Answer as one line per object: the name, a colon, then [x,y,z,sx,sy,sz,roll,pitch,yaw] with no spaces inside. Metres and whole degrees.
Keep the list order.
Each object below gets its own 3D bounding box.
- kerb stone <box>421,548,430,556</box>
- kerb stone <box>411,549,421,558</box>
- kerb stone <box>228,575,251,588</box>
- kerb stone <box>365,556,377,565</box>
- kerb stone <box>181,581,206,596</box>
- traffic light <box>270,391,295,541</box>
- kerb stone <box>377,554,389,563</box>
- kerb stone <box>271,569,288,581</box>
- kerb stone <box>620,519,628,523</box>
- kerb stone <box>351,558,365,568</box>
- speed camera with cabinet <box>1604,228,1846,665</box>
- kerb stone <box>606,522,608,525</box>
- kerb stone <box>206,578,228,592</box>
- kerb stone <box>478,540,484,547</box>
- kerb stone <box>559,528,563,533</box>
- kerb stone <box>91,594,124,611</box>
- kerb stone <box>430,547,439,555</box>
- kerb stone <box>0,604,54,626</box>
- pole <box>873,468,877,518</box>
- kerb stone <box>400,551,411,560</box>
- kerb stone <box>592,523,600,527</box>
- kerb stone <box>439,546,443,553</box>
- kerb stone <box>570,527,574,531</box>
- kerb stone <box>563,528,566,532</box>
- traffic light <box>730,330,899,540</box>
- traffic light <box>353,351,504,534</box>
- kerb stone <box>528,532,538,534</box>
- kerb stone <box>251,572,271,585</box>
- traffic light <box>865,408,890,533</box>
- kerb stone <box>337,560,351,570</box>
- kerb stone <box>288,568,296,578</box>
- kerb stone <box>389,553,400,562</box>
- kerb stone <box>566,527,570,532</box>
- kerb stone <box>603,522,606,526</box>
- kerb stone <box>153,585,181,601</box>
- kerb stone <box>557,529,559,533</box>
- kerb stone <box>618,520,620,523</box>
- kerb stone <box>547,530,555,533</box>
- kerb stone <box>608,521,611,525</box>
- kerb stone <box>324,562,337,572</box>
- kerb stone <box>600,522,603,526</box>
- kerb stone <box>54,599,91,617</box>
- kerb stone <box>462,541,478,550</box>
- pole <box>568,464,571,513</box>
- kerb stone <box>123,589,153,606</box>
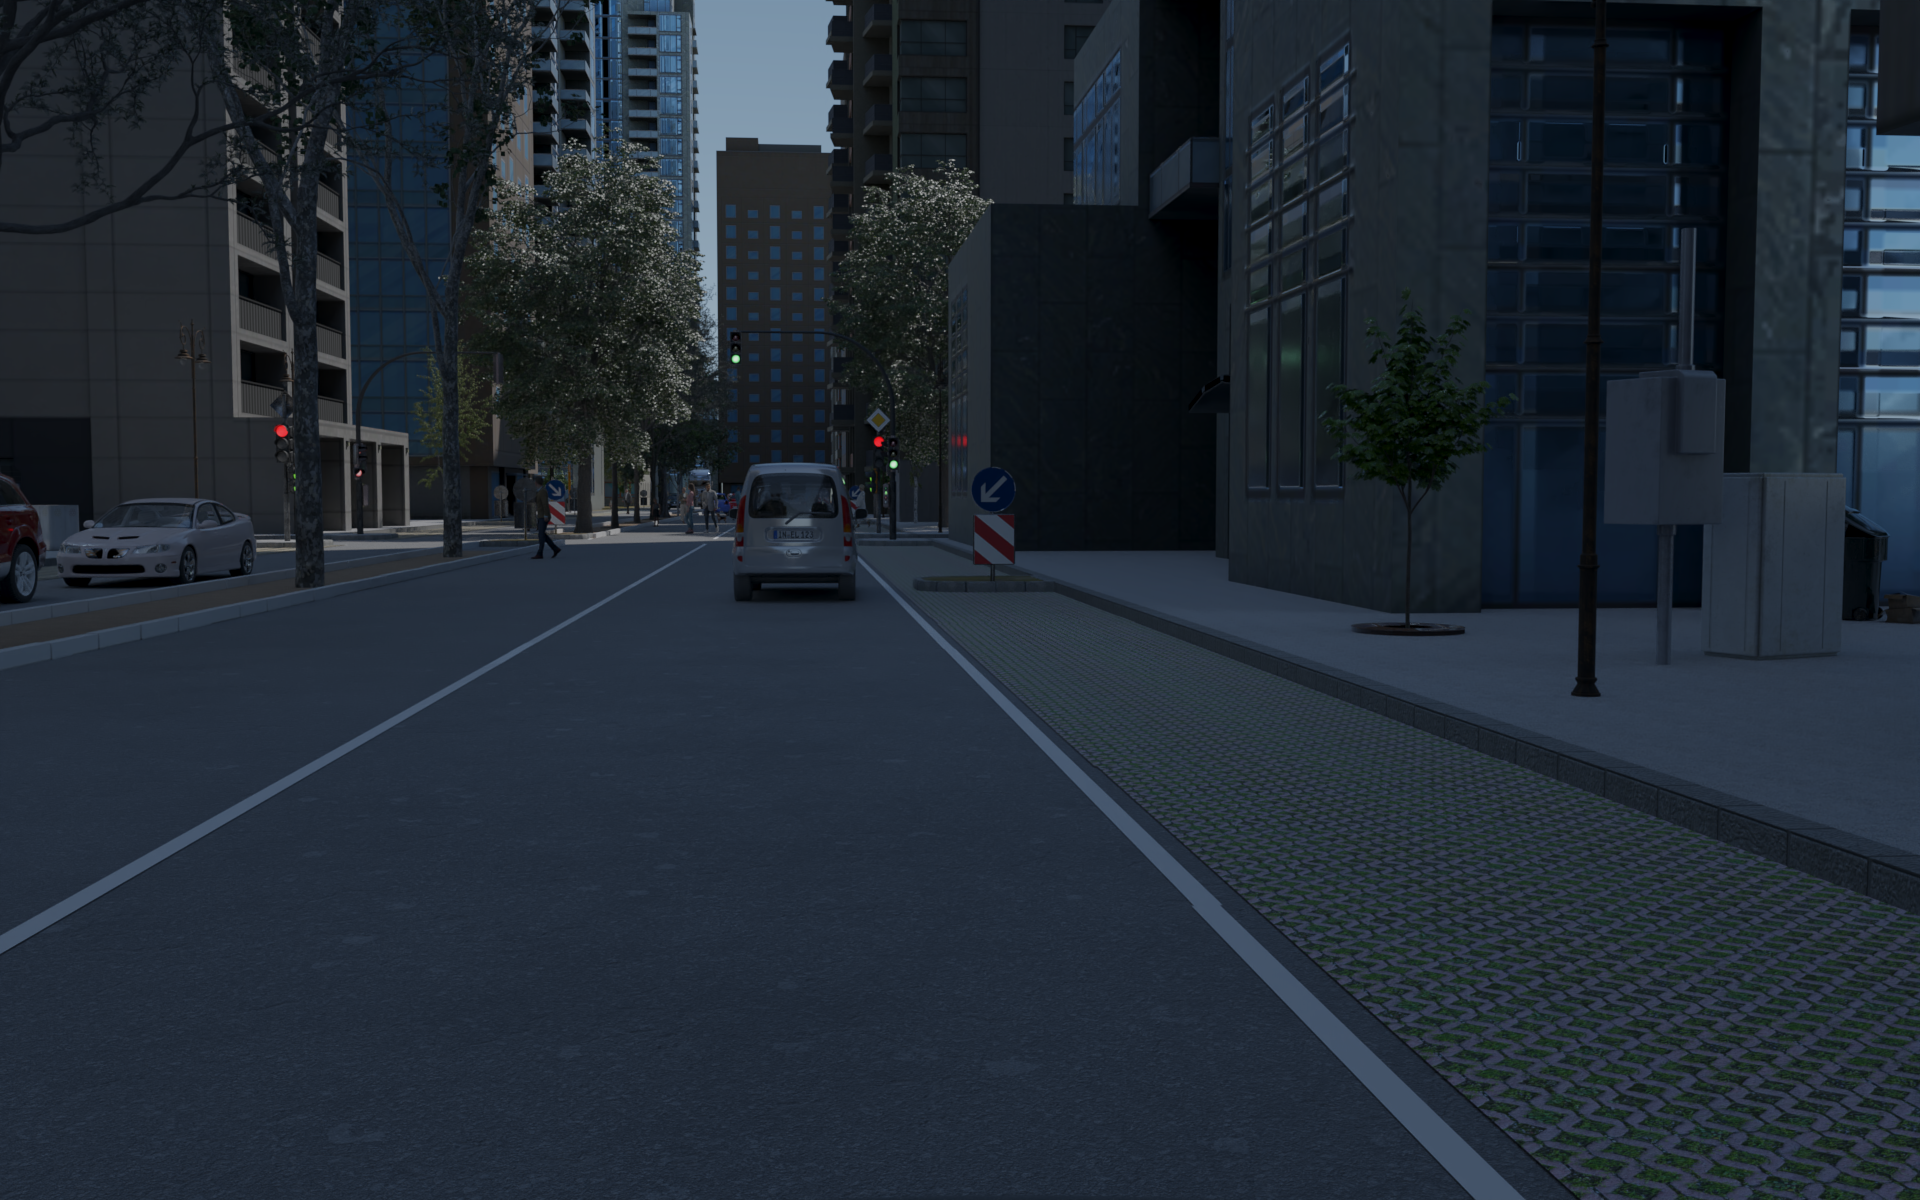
kerb stone: [-12.422,-1.079,39.838,0.120,0.150,1.000,0,4,-5]
kerb stone: [-12.316,-1.015,38.817,0.120,0.150,1.000,0,4,-5]
kerb stone: [-11.137,-0.265,26.554,0.120,0.150,1.000,0,4,-5]
kerb stone: [-11.923,-0.766,34.712,0.120,0.150,1.000,0,4,-5]
kerb stone: [-10.938,-0.141,24.505,0.120,0.150,1.000,0,4,-5]
traffic light: [-18.300,-3.555,47.051,0.839,4.253,0.868,0,4,-5]
kerb stone: [-12.022,-0.828,35.736,0.120,0.150,1.000,0,4,-5]
kerb stone: [-11.339,-0.391,28.591,0.120,0.150,1.000,0,4,-5]
kerb stone: [-16.979,-3.980,87.265,0.120,0.150,1.000,0,4,-5]
kerb stone: [-11.819,-0.703,33.696,0.120,0.150,1.000,0,4,-5]
speed camera with cabinet: [5.967,-1.170,13.459,2.038,3.252,0.660,-2,4,-26]
kerb stone: [-16.093,-3.417,78.099,0.120,0.150,1.000,0,4,-5]
kerb stone: [-11.043,-0.203,25.522,0.120,0.150,1.000,0,4,-5]
kerb stone: [-13.102,-1.512,46.980,0.120,0.150,1.000,0,4,-5]
kerb stone: [-14.617,-2.482,62.789,0.120,0.150,1.000,0,4,-5]
kerb stone: [-10.645,0.050,21.449,0.120,0.150,1.000,0,4,-5]
kerb stone: [-12.511,-1.141,40.856,0.120,0.150,1.000,0,4,-5]
kerb stone: [-10.454,0.171,19.398,0.120,0.150,1.000,0,4,-5]
pole: [-4.498,-6.002,91.977,0.158,3.312,0.155,0,3,0]
kerb stone: [-12.218,-0.954,37.790,0.120,0.150,1.000,0,4,-5]
kerb stone: [-15.810,-3.232,75.042,0.120,0.150,1.000,0,4,-5]
kerb stone: [-12.612,-1.204,41.875,0.120,0.150,1.000,0,4,-5]
kerb stone: [-14.916,-2.666,65.848,0.120,0.150,1.000,0,4,-5]
kerb stone: [-14.719,-2.543,63.809,0.120,0.150,1.000,0,4,-5]
traffic light: [-3.989,-4.503,48.296,4.771,5.953,1.251,0,4,-5]
traffic light: [-16.990,-4.928,55.234,4.771,5.953,1.251,0,4,-5]
kerb stone: [-14.033,-2.108,56.664,0.120,0.150,1.000,0,4,-5]
kerb stone: [-11.231,-0.329,27.572,0.120,0.150,1.000,0,4,-5]
traffic light: [-2.679,-4.139,56.585,0.839,4.253,0.868,0,4,-5]
kerb stone: [-11.729,-0.640,32.664,0.120,0.150,1.000,0,4,-5]
kerb stone: [-11.433,-0.454,29.611,0.120,0.150,1.000,0,4,-5]
kerb stone: [-12.118,-0.889,36.770,0.120,0.150,1.000,0,4,-5]
kerb stone: [-14.819,-2.608,64.830,0.120,0.150,1.000,0,4,-5]
kerb stone: [-15.998,-3.356,77.081,0.120,0.150,1.000,0,4,-5]
kerb stone: [-10.845,-0.079,23.486,0.120,0.150,1.000,0,4,-5]
kerb stone: [-14.523,-2.421,61.771,0.120,0.150,1.000,0,4,-5]
kerb stone: [-16.584,-3.726,83.195,0.120,0.150,1.000,0,4,-5]
kerb stone: [-14.427,-2.356,60.751,0.120,0.150,1.000,0,4,-5]
kerb stone: [-16.188,-3.477,79.117,0.120,0.150,1.000,0,4,-5]
kerb stone: [-11.630,-0.578,31.647,0.120,0.150,1.000,0,4,-5]
kerb stone: [-15.895,-3.295,76.061,0.120,0.150,1.000,0,4,-5]
kerb stone: [-10.550,0.108,20.424,0.120,0.150,1.000,0,4,-5]
kerb stone: [-13.010,-1.454,45.962,0.120,0.150,1.000,0,4,-5]
pole: [-26.797,-7.646,118.853,0.158,3.312,0.155,0,3,0]
kerb stone: [-10.748,-0.017,22.467,0.120,0.150,1.000,0,4,-5]
